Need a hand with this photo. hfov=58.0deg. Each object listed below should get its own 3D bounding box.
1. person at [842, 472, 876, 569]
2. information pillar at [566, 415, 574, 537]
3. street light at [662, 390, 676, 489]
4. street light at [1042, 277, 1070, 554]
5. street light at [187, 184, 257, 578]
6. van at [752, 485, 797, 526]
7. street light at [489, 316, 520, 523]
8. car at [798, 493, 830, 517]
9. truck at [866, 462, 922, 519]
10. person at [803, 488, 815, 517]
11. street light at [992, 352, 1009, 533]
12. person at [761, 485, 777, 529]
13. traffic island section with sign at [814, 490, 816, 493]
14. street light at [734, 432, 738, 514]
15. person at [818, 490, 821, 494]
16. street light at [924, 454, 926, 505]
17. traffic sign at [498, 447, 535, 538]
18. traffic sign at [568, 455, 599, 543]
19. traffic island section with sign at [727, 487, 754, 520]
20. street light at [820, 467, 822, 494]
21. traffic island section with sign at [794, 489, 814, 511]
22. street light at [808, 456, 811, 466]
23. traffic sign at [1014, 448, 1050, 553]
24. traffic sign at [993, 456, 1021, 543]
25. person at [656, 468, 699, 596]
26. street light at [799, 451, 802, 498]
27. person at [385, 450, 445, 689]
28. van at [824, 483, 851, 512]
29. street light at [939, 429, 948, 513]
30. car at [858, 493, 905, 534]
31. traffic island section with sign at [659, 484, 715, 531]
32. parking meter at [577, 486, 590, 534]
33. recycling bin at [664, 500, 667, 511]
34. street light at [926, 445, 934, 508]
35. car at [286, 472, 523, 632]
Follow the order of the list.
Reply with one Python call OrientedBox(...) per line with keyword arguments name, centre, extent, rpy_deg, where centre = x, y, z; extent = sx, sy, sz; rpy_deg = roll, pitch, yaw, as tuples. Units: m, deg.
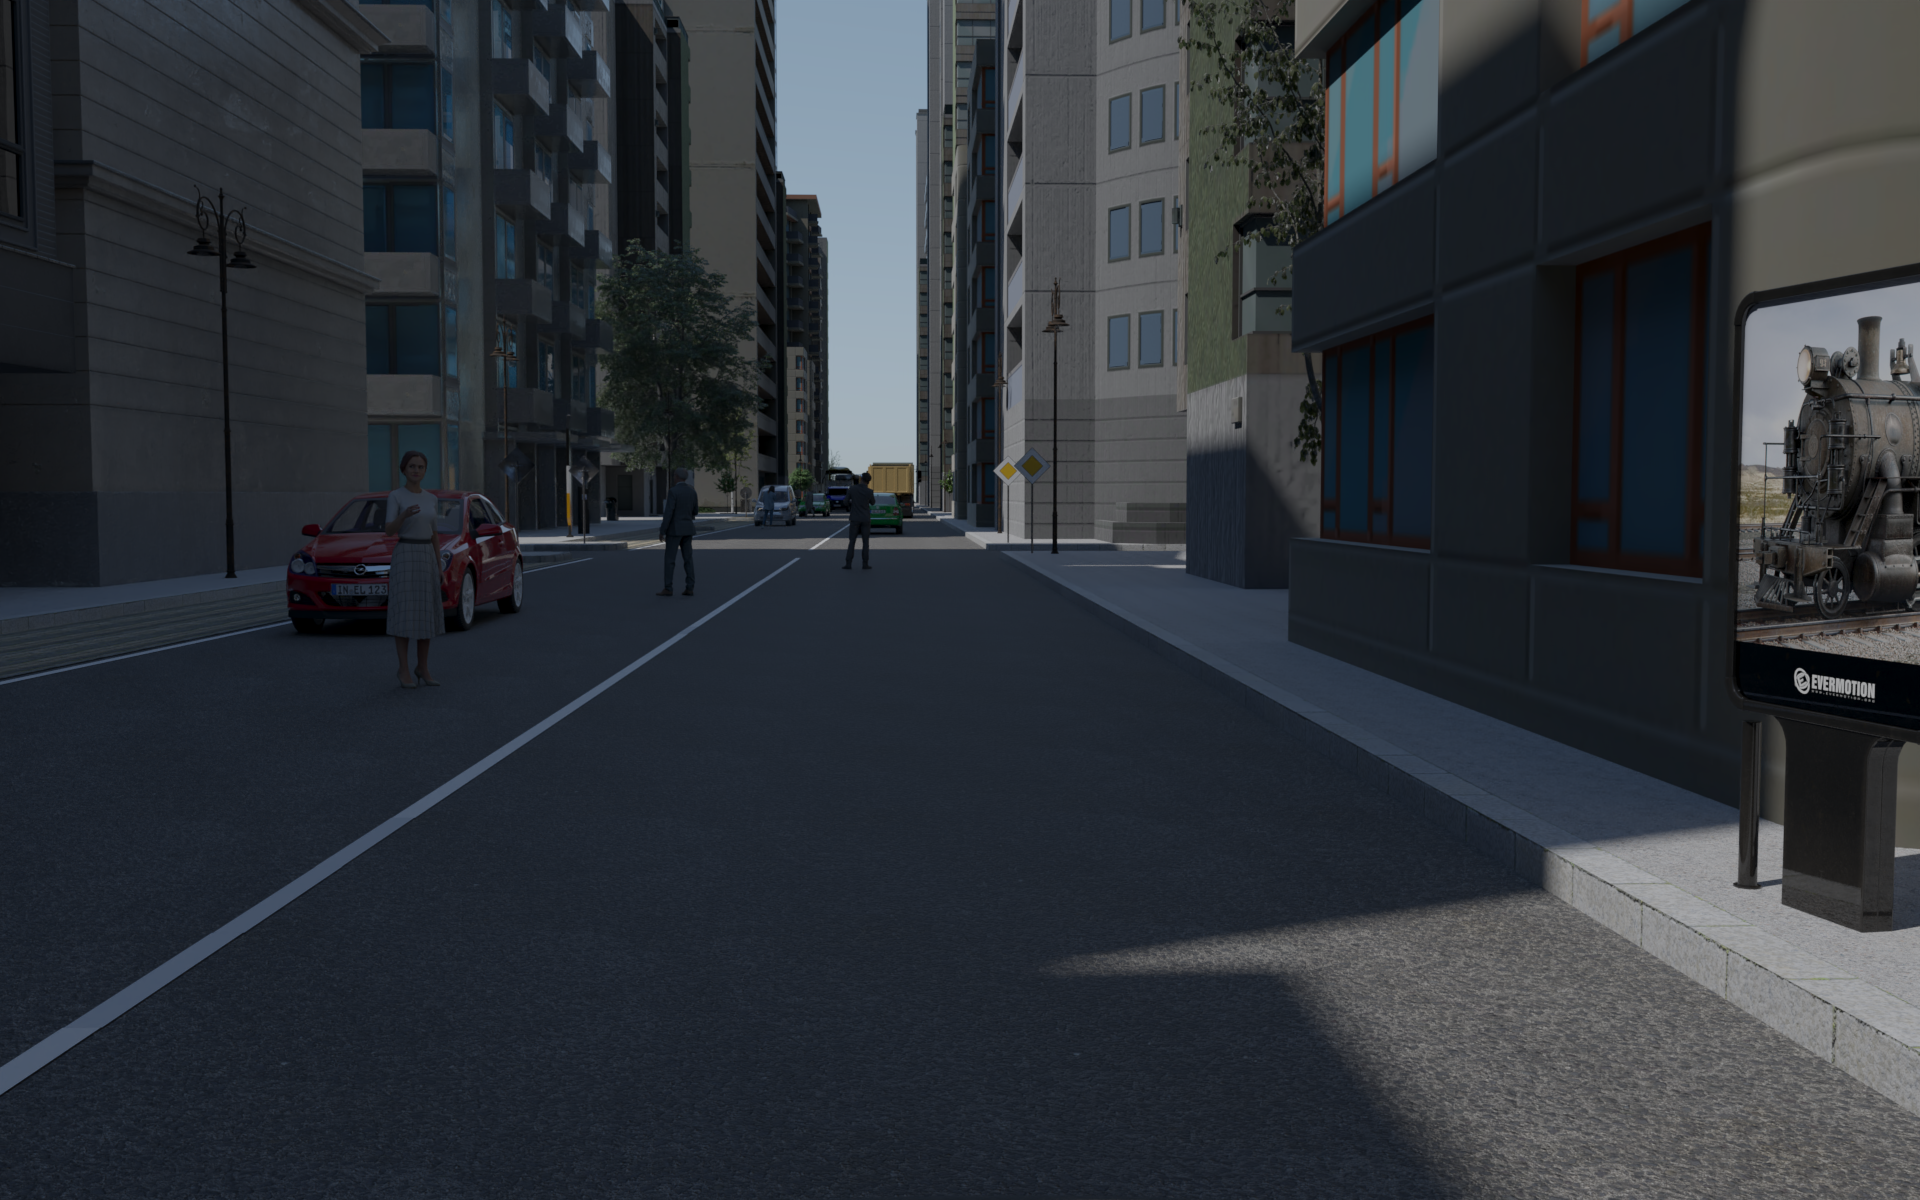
OrientedBox(name="person", centre=(-1.941, -1.520, 33.154), extent=(0.655, 1.846, 0.447), rpy_deg=(0, 4, -3))
OrientedBox(name="information pillar", centre=(-11.561, -3.660, 51.193), extent=(0.183, 3.616, 0.504), rpy_deg=(0, 4, -7))
OrientedBox(name="street light", centre=(-12.998, -6.399, 77.414), extent=(0.468, 5.910, 1.993), rpy_deg=(0, 4, -2))
OrientedBox(name="street light", centre=(2.039, -3.931, 37.066), extent=(0.468, 5.910, 1.993), rpy_deg=(0, 4, -2))
OrientedBox(name="street light", centre=(-11.137, -3.272, 26.280), extent=(0.468, 5.910, 1.993), rpy_deg=(0, 4, -2))
OrientedBox(name="van", centre=(-8.375, -4.379, 78.608), extent=(2.013, 2.044, 4.112), rpy_deg=(0, 4, -1))
OrientedBox(name="street light", centre=(-11.831, -4.425, 45.135), extent=(0.468, 5.910, 1.993), rpy_deg=(0, 4, -2))
OrientedBox(name="car", centre=(-9.236, -6.180, 109.844), extent=(1.959, 1.807, 4.718), rpy_deg=(0, 4, 0))
OrientedBox(name="truck", centre=(-4.071, -6.629, 104.307), extent=(3.469, 3.379, 9.791), rpy_deg=(0, 4, -1))
OrientedBox(name="person", centre=(-9.263, -5.975, 106.291), extent=(0.767, 1.812, 0.694), rpy_deg=(3, 4, 36))
OrientedBox(name="street light", centre=(1.299, -5.106, 56.272), extent=(0.468, 5.910, 1.993), rpy_deg=(0, 4, -2))
OrientedBox(name="person", centre=(-7.931, -3.849, 71.701), extent=(0.793, 1.790, 0.793), rpy_deg=(-2, 4, -24))
OrientedBox(name="traffic island section with sign", centre=(-14.521, -9.994, 172.030), extent=(1.989, 1.847, 2.006), rpy_deg=(0, 4, -2))
OrientedBox(name="street light", centre=(-14.271, -8.409, 110.279), extent=(0.468, 5.910, 1.993), rpy_deg=(0, 4, -2))
OrientedBox(name="person", centre=(-15.036, -10.800, 185.085), extent=(0.705, 1.823, 1.348), rpy_deg=(0, 4, 3))
OrientedBox(name="street light", centre=(-3.884, -13.689, 196.603), extent=(0.468, 5.910, 1.993), rpy_deg=(0, 4, -2))
OrientedBox(name="traffic sign", centre=(-9.479, -2.044, 37.061), extent=(0.795, 2.450, 0.064), rpy_deg=(0, 4, -2))
OrientedBox(name="traffic sign", centre=(-9.776, -2.532, 45.041), extent=(0.795, 2.450, 0.064), rpy_deg=(0, 4, -2))
OrientedBox(name="traffic island section with sign", centre=(-11.649, -5.262, 94.669), extent=(1.989, 1.847, 2.006), rpy_deg=(0, 4, -2))
OrientedBox(name="street light", centre=(-18.972, -16.139, 236.652), extent=(0.468, 5.910, 1.993), rpy_deg=(0, 4, -2))
OrientedBox(name="traffic island section with sign", centre=(-13.517, -8.347, 145.093), extent=(1.989, 1.847, 2.006), rpy_deg=(0, 4, -2))
OrientedBox(name="street light", centre=(-17.737, -14.191, 204.805), extent=(0.468, 5.910, 1.993), rpy_deg=(0, 4, -2))
OrientedBox(name="traffic sign", centre=(1.558, -2.068, 37.449), extent=(0.795, 2.450, 0.064), rpy_deg=(0, 4, -2))
OrientedBox(name="traffic sign", centre=(1.262, -2.556, 45.429), extent=(0.795, 2.450, 0.064), rpy_deg=(0, 4, -2))
OrientedBox(name="person", centre=(-4.019, -0.967, 24.490), extent=(0.590, 1.801, 0.661), rpy_deg=(3, 4, 38))
OrientedBox(name="street light", centre=(-17.168, -13.076, 186.571), extent=(0.468, 5.910, 1.993), rpy_deg=(0, 4, -2))
OrientedBox(name="person", centre=(-3.999, -0.229, 12.814), extent=(0.524, 1.755, 0.480), rpy_deg=(3, 4, 37))
OrientedBox(name="van", centre=(-9.794, -8.303, 140.132), extent=(2.240, 2.365, 5.245), rpy_deg=(0, 4, -1))
OrientedBox(name="street light", centre=(-1.043, -9.013, 120.154), extent=(0.468, 5.910, 1.993), rpy_deg=(0, 4, -2))
OrientedBox(name="car", centre=(-2.969, -3.312, 62.945), extent=(1.959, 1.807, 4.718), rpy_deg=(0, 4, -2))
OrientedBox(name="traffic island section with sign", centre=(-10.650, -3.615, 67.732), extent=(1.989, 1.847, 2.006), rpy_deg=(0, 4, -2))
OrientedBox(name="parking meter", centre=(-12.144, -2.903, 55.871), extent=(0.372, 1.533, 0.369), rpy_deg=(0, 3, 0))
OrientedBox(name="recycling bin", centre=(-13.158, -4.109, 79.744), extent=(0.722, 1.027, 0.722), rpy_deg=(2, 4, 29))
OrientedBox(name="street light", centre=(-2.713, -11.708, 164.218), extent=(0.468, 5.910, 1.993), rpy_deg=(0, 4, -2))
OrientedBox(name="car", centre=(-6.116, -0.633, 19.392), extent=(2.155, 1.783, 4.494), rpy_deg=(0, 4, -4))
